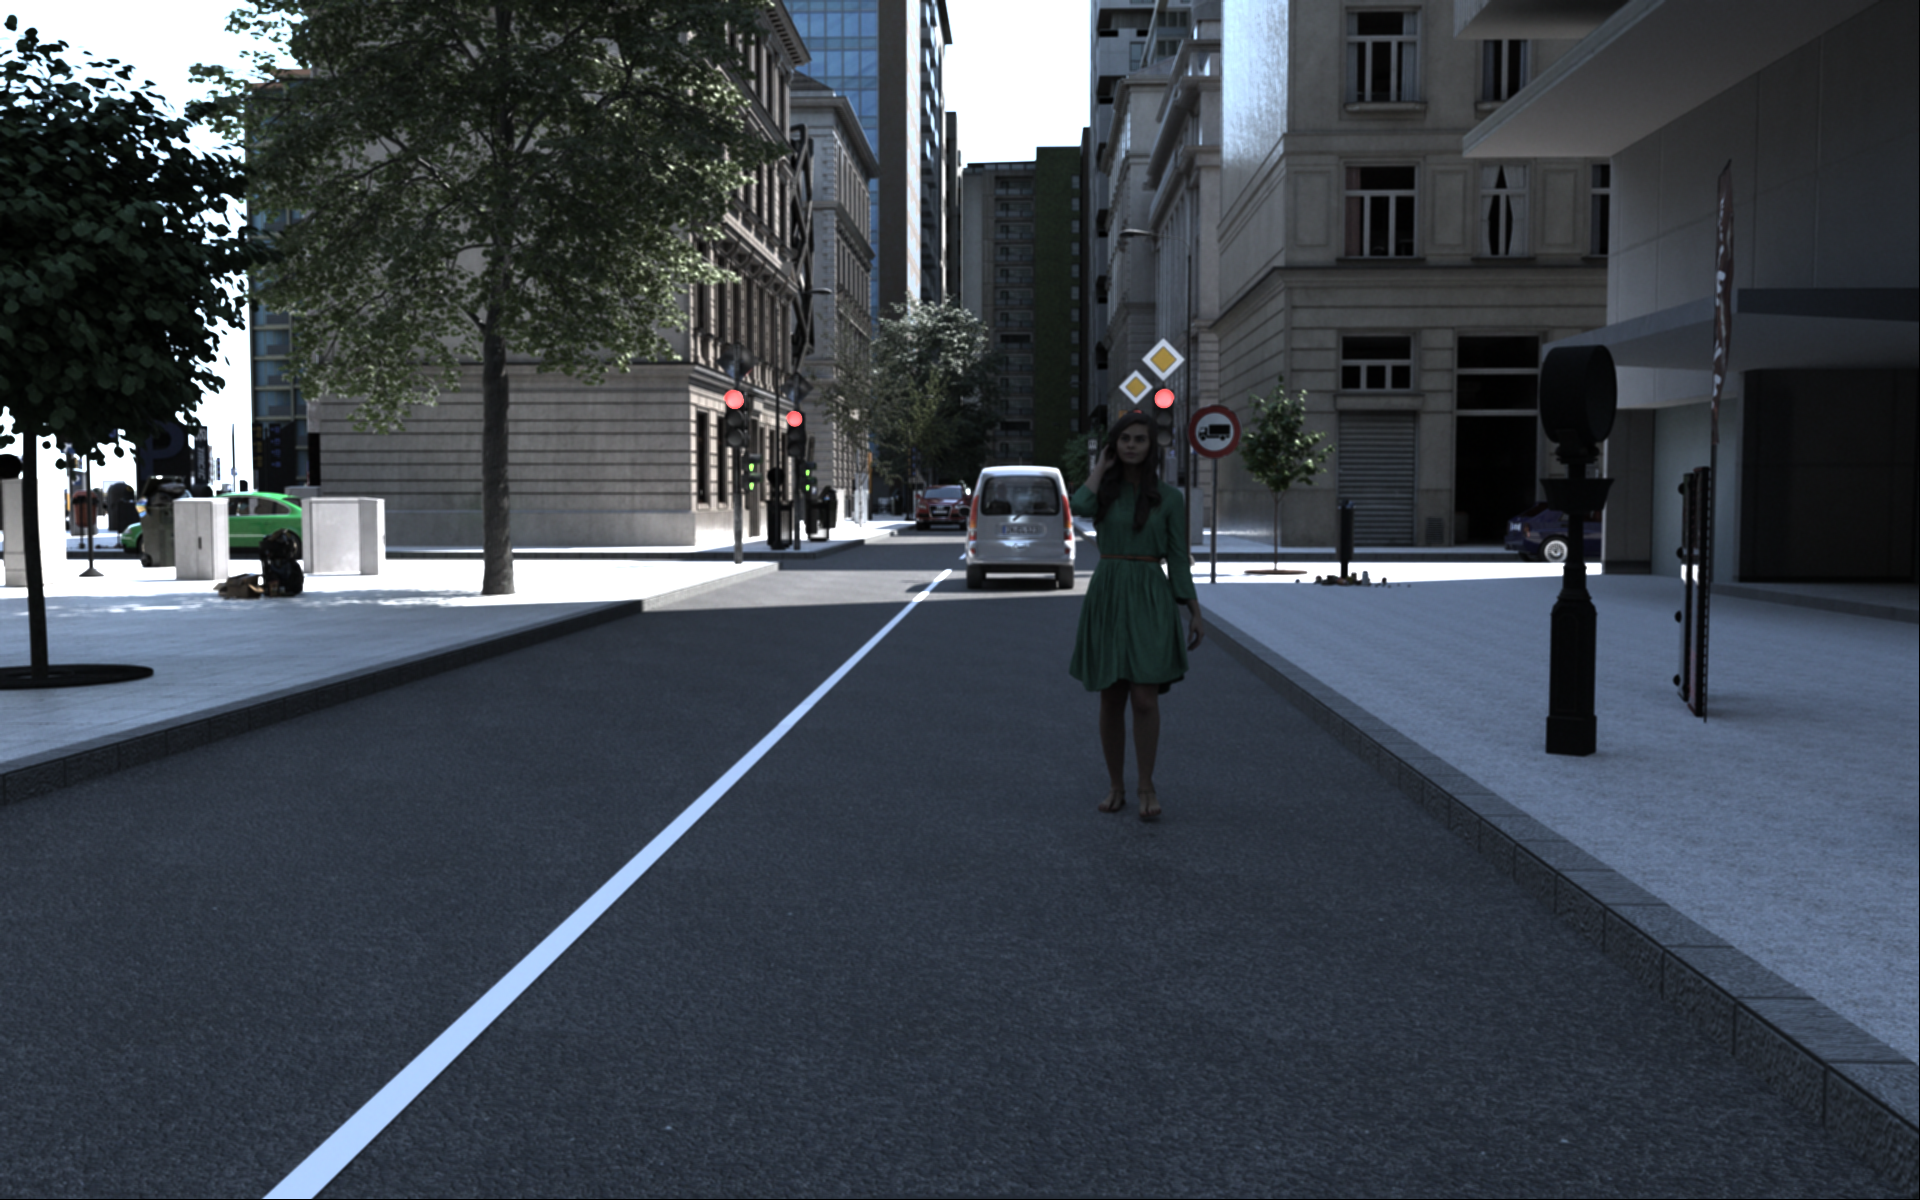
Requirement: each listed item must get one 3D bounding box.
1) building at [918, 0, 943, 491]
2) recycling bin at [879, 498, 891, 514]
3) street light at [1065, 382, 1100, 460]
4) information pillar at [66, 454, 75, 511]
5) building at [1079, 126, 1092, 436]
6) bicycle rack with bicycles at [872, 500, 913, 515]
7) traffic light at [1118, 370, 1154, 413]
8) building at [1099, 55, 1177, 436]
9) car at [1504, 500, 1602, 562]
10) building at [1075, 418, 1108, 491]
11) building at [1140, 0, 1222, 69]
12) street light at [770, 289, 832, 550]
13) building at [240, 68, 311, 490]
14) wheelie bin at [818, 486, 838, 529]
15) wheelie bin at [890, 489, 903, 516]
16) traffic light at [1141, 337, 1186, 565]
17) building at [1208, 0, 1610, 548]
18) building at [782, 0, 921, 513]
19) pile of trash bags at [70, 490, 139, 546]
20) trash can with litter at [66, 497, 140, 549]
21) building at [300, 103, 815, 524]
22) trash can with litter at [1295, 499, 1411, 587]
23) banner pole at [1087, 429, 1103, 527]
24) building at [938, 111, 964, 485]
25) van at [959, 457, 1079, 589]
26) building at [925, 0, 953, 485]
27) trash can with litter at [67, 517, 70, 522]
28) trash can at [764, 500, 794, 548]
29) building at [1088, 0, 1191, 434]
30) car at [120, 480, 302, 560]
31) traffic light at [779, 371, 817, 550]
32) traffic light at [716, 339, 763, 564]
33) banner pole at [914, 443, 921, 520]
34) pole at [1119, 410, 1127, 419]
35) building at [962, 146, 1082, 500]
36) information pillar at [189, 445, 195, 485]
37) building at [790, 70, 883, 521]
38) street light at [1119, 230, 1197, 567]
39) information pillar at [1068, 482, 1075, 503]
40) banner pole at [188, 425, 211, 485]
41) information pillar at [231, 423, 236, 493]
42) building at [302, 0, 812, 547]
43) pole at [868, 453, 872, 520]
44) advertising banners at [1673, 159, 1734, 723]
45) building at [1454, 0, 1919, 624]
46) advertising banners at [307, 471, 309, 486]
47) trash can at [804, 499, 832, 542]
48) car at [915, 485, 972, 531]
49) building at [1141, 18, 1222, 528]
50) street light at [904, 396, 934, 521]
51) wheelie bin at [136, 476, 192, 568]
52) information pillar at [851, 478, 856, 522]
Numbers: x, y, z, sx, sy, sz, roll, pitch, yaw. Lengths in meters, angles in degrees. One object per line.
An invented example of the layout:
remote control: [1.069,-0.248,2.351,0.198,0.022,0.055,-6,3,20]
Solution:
building: [-13.352,-32.069,143.943,23.786,49.044,30.456,0,4,2]
recycling bin: [-4.948,-6.224,114.323,0.722,1.027,0.722,0,4,8]
street light: [5.221,-6.059,71.606,1.470,5.913,1.316,0,4,2]
information pillar: [-41.740,-5.504,81.349,0.183,3.616,0.504,1,4,15]
building: [21.401,-34.011,206.190,14.200,45.320,14.600,0,4,2]
bicycle rack with bicycles: [-4.367,-5.776,107.818,2.925,0.926,2.852,-1,4,-16]
traffic light: [3.949,-3.074,39.184,0.839,4.253,0.868,0,4,2]
building: [14.805,-18.571,100.900,12.463,27.353,25.104,0,4,2]
car: [13.065,-1.359,34.795,3.894,1.354,1.945,0,4,3]
building: [21.964,-45.127,176.074,20.563,71.187,20.611,0,4,2]
building: [26.270,-26.619,127.105,32.217,40.220,23.993,0,4,2]
street light: [-3.606,-4.087,39.360,1.470,5.913,1.316,0,4,2]
building: [-57.186,-32.073,179.019,28.867,44.769,22.147,0,4,2]
wheelie bin: [-4.923,-3.468,64.607,0.693,1.594,0.980,-1,4,-20]
wheelie bin: [-3.740,-5.827,103.175,0.693,1.594,0.980,-2,4,-23]
traffic light: [3.630,-2.586,31.205,0.839,4.253,0.868,0,4,2]
building: [22.244,-13.114,47.690,30.059,22.955,16.112,0,4,2]
building: [-10.110,-28.830,121.484,14.600,45.320,14.200,0,4,2]
pile of trash bags: [-20.438,-2.055,43.348,3.447,1.369,1.912,0,4,-5]
trash can with litter: [-20.060,-1.825,40.897,2.233,1.210,1.678,-3,5,-41]
building: [-14.434,-12.328,69.007,16.820,18.784,16.811,0,4,2]
trash can with litter: [5.694,-0.850,24.957,1.678,1.210,2.233,1,4,18]
banner pole: [5.247,-4.699,66.841,0.863,3.779,0.401,-2,4,-31]
building: [-10.443,-35.875,210.263,21.600,48.544,21.300,0,4,2]
van: [0.965,-1.261,27.630,2.013,2.044,4.112,0,4,2]
building: [-15.021,-35.800,174.571,27.495,52.752,28.713,0,4,2]
trash can with litter: [-38.304,-3.909,75.299,0.624,1.170,1.055,1,4,20]
trash can: [-4.292,-1.810,41.249,0.748,1.137,0.748,0,3,0]
building: [25.212,-34.449,152.480,28.713,52.752,27.495,0,4,2]
car: [-15.232,-1.696,36.533,4.718,1.807,1.959,0,4,2]
traffic light: [-3.707,-3.092,39.473,0.839,4.253,0.868,0,4,2]
traffic light: [-4.026,-2.604,31.494,0.839,4.253,0.868,0,4,2]
banner pole: [-2.069,-5.863,85.876,0.401,3.779,0.863,1,4,16]
pole: [3.972,-2.962,42.265,0.158,3.312,0.155,0,3,0]
building: [7.253,-31.979,206.456,14.086,41.232,14.154,0,4,2]
information pillar: [-36.565,-5.587,82.698,0.504,3.616,0.183,1,4,13]
building: [-10.475,-16.133,92.651,11.050,23.489,19.941,0,4,2]
street light: [3.495,-3.551,30.607,1.470,5.913,1.316,0,4,2]
information pillar: [6.902,-6.279,107.160,0.304,2.012,0.304,3,4,36]
banner pole: [-24.319,-3.985,55.168,0.863,3.779,0.401,-3,5,-41]
information pillar: [-23.738,-3.993,56.645,0.183,3.616,0.504,-1,4,-20]
building: [-10.783,-11.388,50.822,10.561,19.102,19.286,0,4,2]
pole: [-4.424,-5.581,85.091,0.158,3.312,0.155,0,3,0]
advertising banners: [4.335,-0.852,10.118,0.090,3.025,2.074,1,4,18]
building: [20.885,-25.954,13.590,28.713,52.752,27.495,0,4,2]
advertising banners: [-41.758,-7.039,111.280,2.074,3.025,0.090,0,4,4]
trash can: [-3.821,-2.145,46.724,0.748,1.137,0.748,0,3,0]
car: [-0.607,-3.726,69.599,2.281,1.827,5.304,0,4,4]
building: [15.353,-14.341,76.271,13.314,21.916,24.055,0,4,2]
street light: [-1.937,-6.690,81.929,1.470,5.913,1.316,0,4,2]
wheelie bin: [-13.923,-1.377,30.424,0.693,1.594,0.980,2,4,30]
information pillar: [-4.855,-4.661,80.694,0.304,2.012,0.304,2,4,24]
